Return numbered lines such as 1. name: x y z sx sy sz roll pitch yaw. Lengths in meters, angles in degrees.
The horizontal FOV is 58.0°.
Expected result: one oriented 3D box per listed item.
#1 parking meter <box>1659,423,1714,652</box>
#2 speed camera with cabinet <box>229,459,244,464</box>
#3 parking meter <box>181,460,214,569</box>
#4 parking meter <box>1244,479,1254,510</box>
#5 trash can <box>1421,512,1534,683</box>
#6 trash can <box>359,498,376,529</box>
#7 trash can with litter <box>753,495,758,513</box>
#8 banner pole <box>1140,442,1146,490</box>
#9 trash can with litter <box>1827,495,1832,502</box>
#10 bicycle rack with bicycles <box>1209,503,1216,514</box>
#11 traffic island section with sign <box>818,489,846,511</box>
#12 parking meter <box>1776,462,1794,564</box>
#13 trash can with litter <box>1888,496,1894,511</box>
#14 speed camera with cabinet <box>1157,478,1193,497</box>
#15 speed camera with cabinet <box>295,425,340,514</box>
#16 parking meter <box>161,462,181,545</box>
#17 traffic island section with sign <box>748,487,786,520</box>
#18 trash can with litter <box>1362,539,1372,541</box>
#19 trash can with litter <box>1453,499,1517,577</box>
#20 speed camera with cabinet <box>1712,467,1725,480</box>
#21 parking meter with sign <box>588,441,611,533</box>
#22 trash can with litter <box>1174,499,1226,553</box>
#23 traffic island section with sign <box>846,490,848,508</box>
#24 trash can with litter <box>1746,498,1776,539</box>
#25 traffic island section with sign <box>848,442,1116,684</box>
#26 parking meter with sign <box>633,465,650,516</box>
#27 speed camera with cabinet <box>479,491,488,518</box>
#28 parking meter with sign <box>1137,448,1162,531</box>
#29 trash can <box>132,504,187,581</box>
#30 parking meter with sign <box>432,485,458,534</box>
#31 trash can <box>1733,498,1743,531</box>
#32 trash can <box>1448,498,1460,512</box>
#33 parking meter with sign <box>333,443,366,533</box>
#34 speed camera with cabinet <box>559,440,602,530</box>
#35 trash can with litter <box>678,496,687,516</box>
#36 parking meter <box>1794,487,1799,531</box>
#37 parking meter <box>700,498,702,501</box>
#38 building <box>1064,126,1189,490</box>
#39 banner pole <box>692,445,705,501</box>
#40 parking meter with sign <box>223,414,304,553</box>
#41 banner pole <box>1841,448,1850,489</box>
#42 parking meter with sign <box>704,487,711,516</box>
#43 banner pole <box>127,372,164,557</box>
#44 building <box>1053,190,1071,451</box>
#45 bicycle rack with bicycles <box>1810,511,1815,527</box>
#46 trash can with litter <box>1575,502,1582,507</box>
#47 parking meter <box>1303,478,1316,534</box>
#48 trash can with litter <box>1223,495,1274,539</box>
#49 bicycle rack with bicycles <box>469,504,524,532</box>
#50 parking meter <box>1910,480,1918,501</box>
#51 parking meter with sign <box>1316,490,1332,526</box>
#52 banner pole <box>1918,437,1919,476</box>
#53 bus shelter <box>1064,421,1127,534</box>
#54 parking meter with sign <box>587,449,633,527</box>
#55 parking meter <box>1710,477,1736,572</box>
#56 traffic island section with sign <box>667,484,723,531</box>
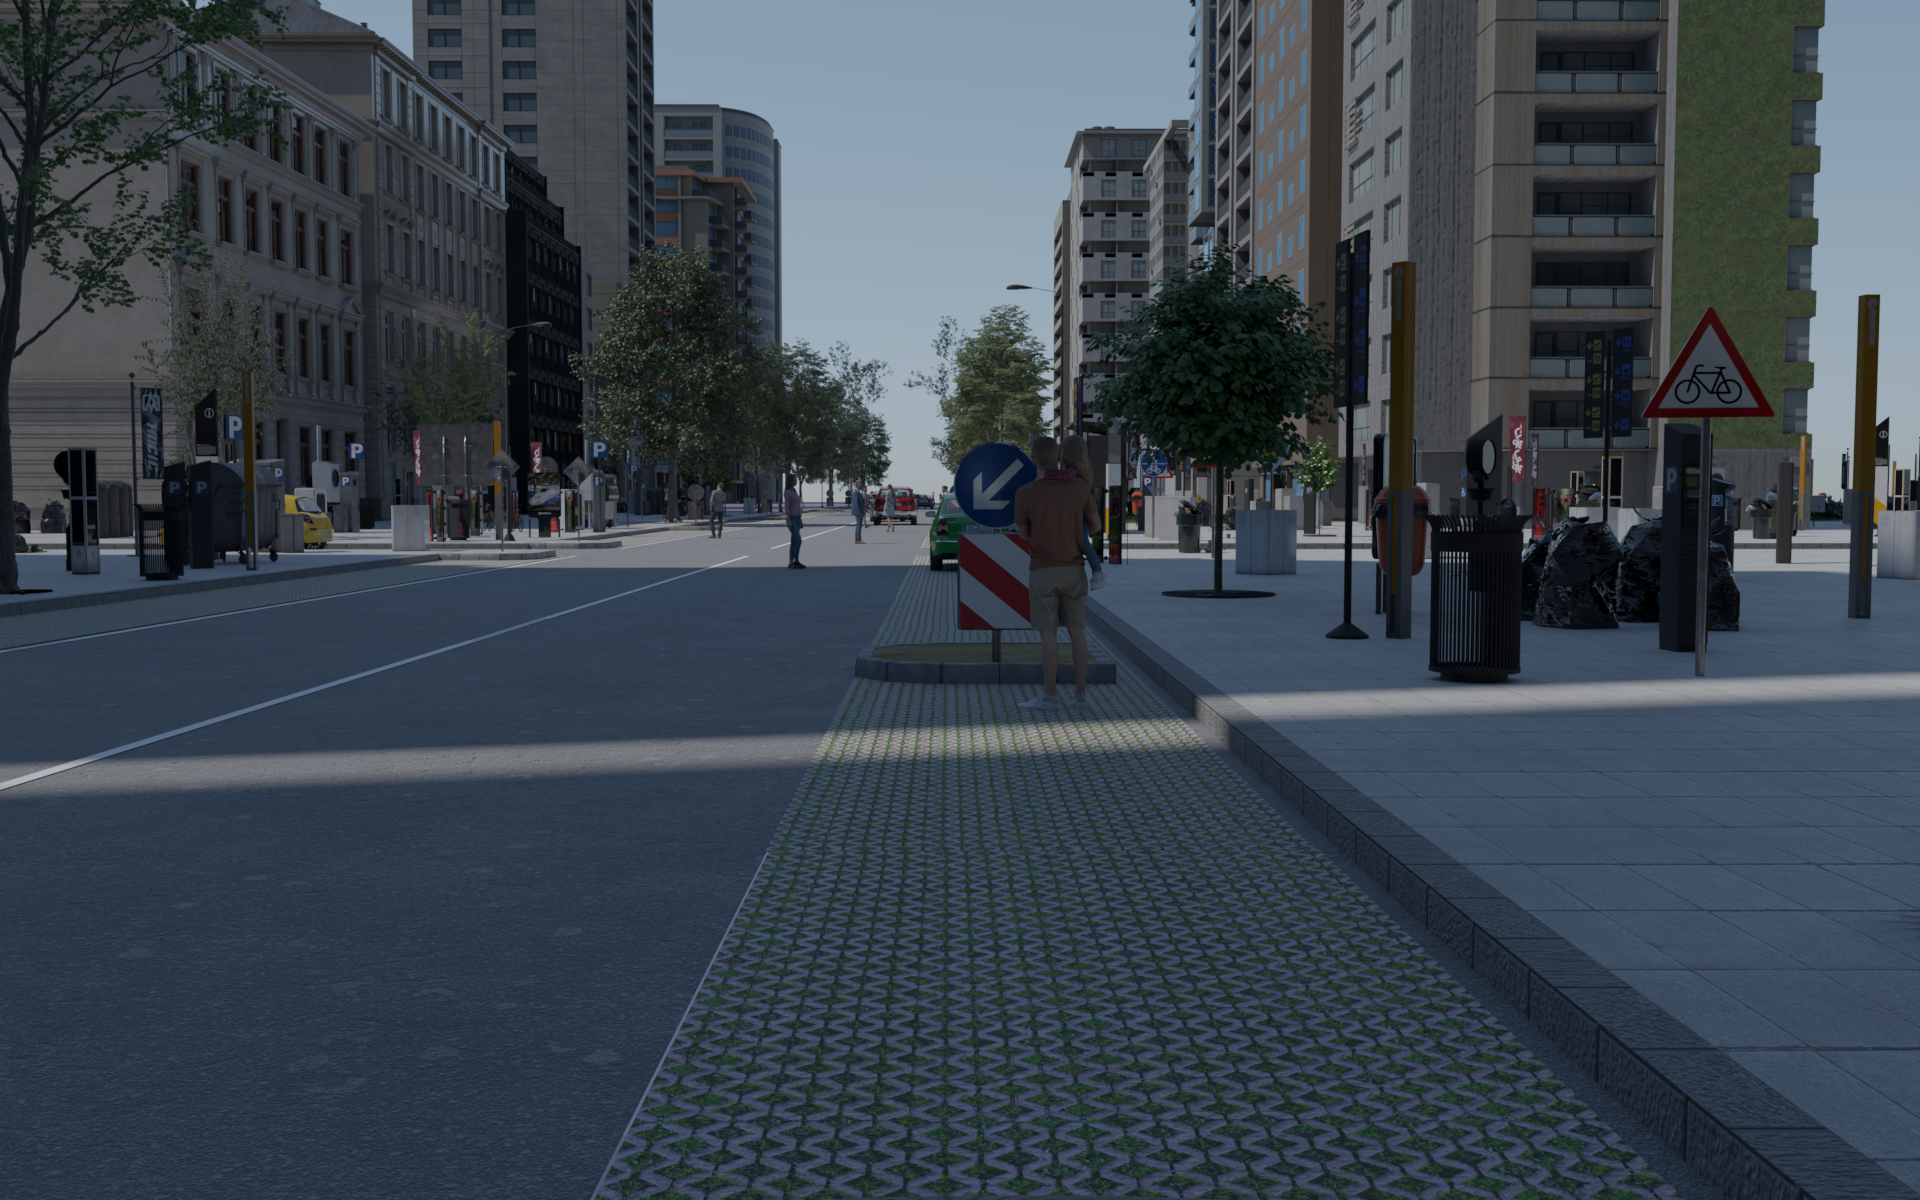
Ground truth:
1. parking meter: 5.928 -0.516 14.143 0.255 1.863 0.399 0 4 -4
2. speed camera with cabinet: -19.327 -3.183 46.386 0.660 3.252 2.038 -2 4 -30
3. parking meter: -13.084 -1.473 29.788 0.399 1.863 0.255 -3 4 -39
4. parking meter: 11.134 -3.731 66.719 0.255 1.863 0.399 -1 4 -18
5. trash can: 3.555 -0.018 11.941 0.748 1.137 0.748 0 3 0
6. trash can: -21.644 -3.146 63.088 0.748 1.137 0.748 0 3 0
7. trash can with litter: -14.184 -6.587 118.761 1.678 1.210 2.233 0 4 -4
8. banner pole: 8.807 -5.715 83.458 0.401 3.779 0.863 -1 4 -22
9. trash can with litter: 55.252 -6.027 109.603 1.678 1.210 2.233 3 5 43
10. bicycle rack with bicycles: 13.491 -5.151 97.600 2.925 0.926 2.852 -1 4 -9
11. traffic island section with sign: -10.946 -8.439 146.599 1.989 1.847 2.006 0 4 0
12. parking meter: 15.218 -1.605 31.953 0.255 1.863 0.399 2 4 24
13. trash can with litter: 58.179 -5.904 107.914 0.624 1.170 1.055 -1 4 -15
14. speed camera with cabinet: 10.748 -5.696 87.464 2.038 3.252 0.660 0 4 5
15. speed camera with cabinet: -18.181 -3.344 49.017 0.660 3.252 2.038 0 4 0
16. parking meter: -14.068 -1.547 31.005 0.399 1.863 0.255 -2 4 -25
17. traffic island section with sign: -10.595 -5.294 95.182 1.989 1.847 2.006 0 4 0
18. trash can with litter: 12.319 -2.231 47.534 1.678 1.210 2.233 -3 5 -42
19. trash can with litter: 8.463 -0.973 26.959 1.678 1.210 2.233 0 4 -5
20. speed camera with cabinet: 47.127 -6.922 107.506 2.038 3.252 0.660 -1 4 -18
21. parking meter with sign: -12.120 -3.788 58.196 0.543 3.016 1.738 -1 4 -13
22. trash can with litter: 5.218 -1.611 37.728 1.055 1.170 0.624 0 4 -7
23. traffic island section with sign: -11.137 -10.087 173.553 1.989 1.847 2.006 0 4 0
24. trash can with litter: 23.035 -2.329 49.467 1.055 1.170 0.624 -1 4 -22
25. traffic island section with sign: 0.172 -0.323 13.915 1.989 1.847 2.006 0 4 0
26. parking meter with sign: -19.094 -6.556 103.445 0.543 3.016 1.738 -3 4 -38
27. speed camera with cabinet: -24.515 -5.888 90.612 0.660 3.252 2.038 2 4 32
28. parking meter with sign: 6.687 -3.980 61.340 0.543 3.016 1.738 1 4 19
29. trash can: -11.919 -0.867 25.835 0.748 1.137 0.748 0 3 0
30. parking meter with sign: -16.726 -3.653 55.984 0.543 3.016 1.738 1 4 18
31. trash can: 26.783 -2.966 60.150 0.748 1.137 0.748 0 3 0
32. trash can: 17.297 -2.960 60.046 0.748 1.137 0.748 0 3 0
33. parking meter with sign: -20.562 -3.792 58.253 0.543 3.016 1.738 0 4 2
34. speed camera with cabinet: -13.662 -4.149 62.168 0.660 3.252 2.038 2 4 25
35. trash can with litter: -16.203 -5.423 100.057 0.624 1.170 1.055 -2 4 -31
36. parking meter: 27.610 -3.002 57.487 0.372 1.533 0.369 0 3 0
37. parking meter: -15.796 -6.006 106.607 0.372 1.533 0.369 0 3 0
38. building: 29.882 -40.111 245.045 28.713 52.752 27.495 0 4 0
39. banner pole: -13.374 -6.017 88.388 0.863 3.779 0.401 1 4 13
40. parking meter with sign: -15.199 -2.548 37.928 1.738 3.016 0.543 1 4 18
41. banner pole: 48.018 -6.360 94.000 0.401 3.779 0.863 0 4 1
42. parking meter with sign: -15.117 -6.585 103.932 0.543 3.016 1.738 -1 4 -22
43. banner pole: -16.833 -2.800 35.798 0.401 3.779 0.863 3 4 38
44. building: 25.853 -39.518 269.813 21.300 48.544 21.600 0 4 0
45. bicycle rack with bicycles: 32.759 -3.402 69.010 2.852 0.926 2.925 1 4 16
46. trash can with litter: 17.373 -2.267 48.455 1.055 1.170 0.624 0 4 3
47. parking meter: 11.204 -3.046 55.513 0.399 1.863 0.255 1 4 22
48. trash can with litter: 8.381 -2.366 49.736 2.233 1.210 1.678 1 4 19
49. bicycle rack with bicycles: -16.210 -2.784 58.906 2.852 0.926 2.925 -1 4 -23
50. parking meter: 39.582 -4.041 71.782 0.399 1.863 0.255 -2 4 -30
51. parking meter with sign: 14.637 -4.522 70.189 0.543 3.016 1.738 -1 4 -9
52. banner pole: 41.630 -5.193 74.922 0.401 3.779 0.863 0 4 -3
53. bus shelter: 4.511 -4.088 58.114 1.731 3.624 6.357 0 4 0
54. parking meter with sign: -13.742 -4.347 67.333 1.738 3.016 0.543 0 4 3
55. parking meter: 11.329 -1.062 25.781 0.372 1.533 0.369 0 3 0
56. traffic island section with sign: -10.411 -3.645 68.227 1.989 1.847 2.006 0 4 0
